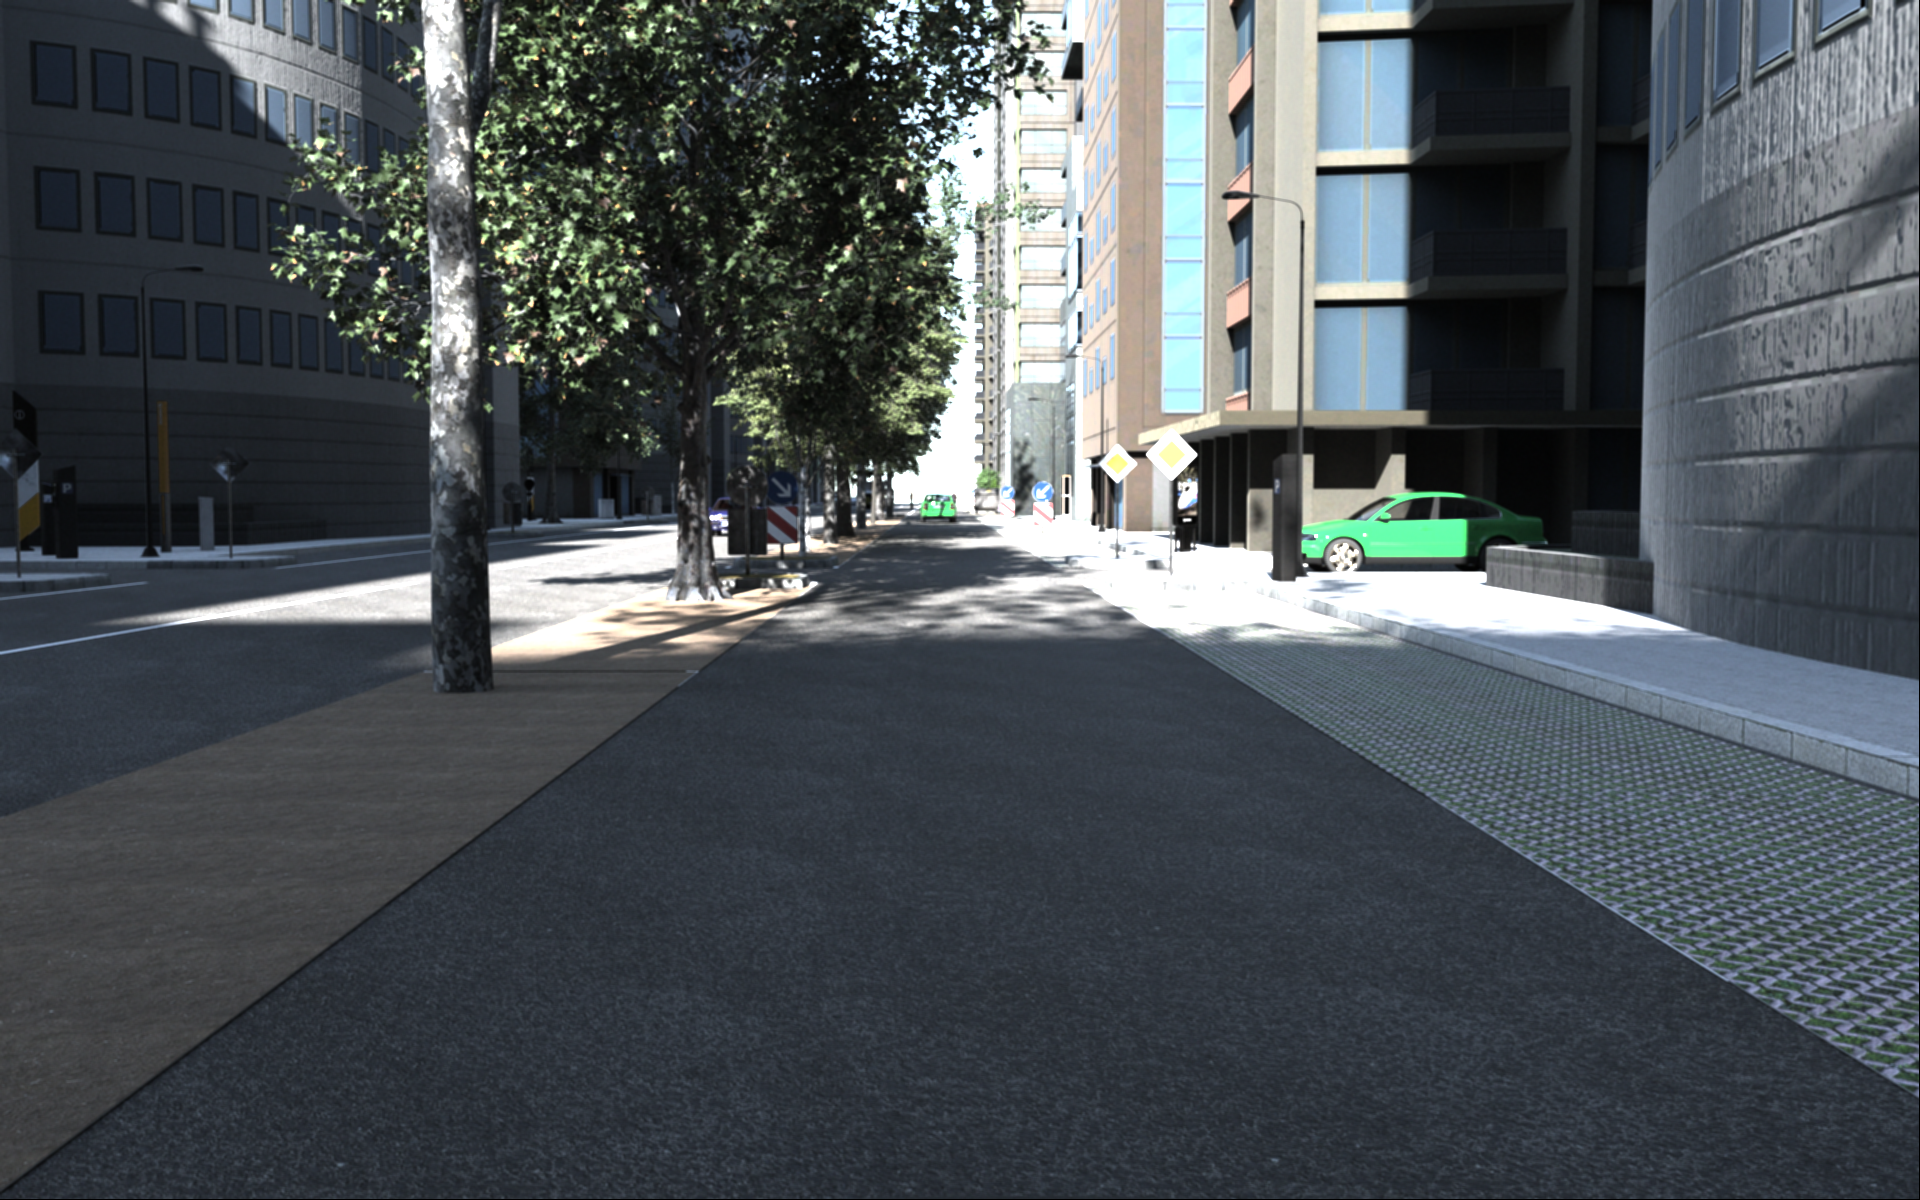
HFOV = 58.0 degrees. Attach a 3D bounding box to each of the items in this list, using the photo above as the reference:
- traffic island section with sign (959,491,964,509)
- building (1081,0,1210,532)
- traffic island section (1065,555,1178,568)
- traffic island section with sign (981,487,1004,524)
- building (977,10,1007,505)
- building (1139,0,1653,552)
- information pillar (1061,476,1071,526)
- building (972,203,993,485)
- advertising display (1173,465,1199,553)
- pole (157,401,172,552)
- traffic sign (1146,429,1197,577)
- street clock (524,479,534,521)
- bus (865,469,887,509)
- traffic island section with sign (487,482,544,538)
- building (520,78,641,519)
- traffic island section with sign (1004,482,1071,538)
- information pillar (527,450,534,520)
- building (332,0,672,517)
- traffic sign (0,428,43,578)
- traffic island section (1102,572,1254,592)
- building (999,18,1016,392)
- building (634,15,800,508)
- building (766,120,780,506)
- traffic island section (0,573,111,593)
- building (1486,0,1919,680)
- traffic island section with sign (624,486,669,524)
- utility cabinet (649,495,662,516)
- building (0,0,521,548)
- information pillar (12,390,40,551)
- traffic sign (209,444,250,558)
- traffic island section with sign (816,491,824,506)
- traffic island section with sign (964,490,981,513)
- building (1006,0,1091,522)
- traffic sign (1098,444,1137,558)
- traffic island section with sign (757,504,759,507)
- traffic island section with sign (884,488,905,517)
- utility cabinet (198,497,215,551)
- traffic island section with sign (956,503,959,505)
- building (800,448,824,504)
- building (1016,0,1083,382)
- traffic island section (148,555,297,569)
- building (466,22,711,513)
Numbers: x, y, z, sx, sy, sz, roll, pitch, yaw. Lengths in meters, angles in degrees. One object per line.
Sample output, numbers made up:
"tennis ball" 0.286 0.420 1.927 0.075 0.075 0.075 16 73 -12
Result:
"traffic island section with sign" 1.156 -9.355 161.584 1.989 1.847 2.006 0 4 -1
"building" 12.009 -25.276 63.371 14.600 45.320 14.200 0 4 -1
"traffic island section" 3.174 -0.765 34.792 2.009 0.180 2.903 0 4 -1
"traffic island section with sign" 2.181 -4.621 84.174 1.989 1.847 2.006 0 4 -1
"building" 12.653 -48.368 229.062 20.563 71.187 20.611 0 4 -1
"building" 19.630 -23.893 45.283 28.867 44.769 22.147 0 4 -1
"information pillar" 4.214 -3.943 68.967 0.304 2.012 0.304 -1 4 -14
"building" 13.013 -36.694 254.568 22.147 44.769 28.867 0 4 -1
"advertising display" 4.966 -2.014 38.137 0.123 1.923 0.974 3 4 36
"pole" -17.491 -2.705 38.067 0.158 3.312 0.155 0 3 0
"traffic sign" 3.257 -1.412 26.730 0.795 2.450 0.064 0 4 -1
"street clock" -20.638 -4.798 83.021 0.471 2.002 0.358 -1 4 -15
"bus" -8.492 -11.052 172.243 2.896 3.916 12.252 0 3 0
"traffic island section with sign" -14.873 -2.976 57.284 1.989 1.847 2.006 0 4 -1
"building" -26.004 -27.270 95.978 14.600 45.320 14.200 0 4 -1
"traffic island section with sign" 2.561 -2.939 56.677 1.989 1.847 2.006 0 4 -1
"information pillar" -20.956 -5.699 84.528 0.183 3.616 0.504 1 4 14
"building" -28.627 -35.506 122.527 21.231 58.520 28.212 0 4 -1
"traffic sign" -14.436 -1.399 26.515 0.795 2.450 0.064 0 4 -1
"traffic island section" 3.281 -0.277 26.807 2.009 0.180 2.903 0 4 -1
"building" 18.501 -35.624 171.690 28.713 52.752 27.495 0 4 -1
"building" -30.831 -40.621 206.157 21.231 58.520 28.212 0 4 -1
"building" -25.680 -29.894 172.367 14.154 41.232 14.086 0 4 -1
"traffic island section" -14.459 -0.263 26.576 2.009 0.180 2.903 0 4 -1
"building" 17.079 -28.711 11.422 21.231 58.520 28.212 0 4 -1
"traffic island section with sign" -15.240 -4.635 84.416 1.989 1.847 2.006 0 4 -1
"utility cabinet" -18.225 -5.659 103.692 0.306 1.237 1.020 1 4 18
"building" -27.645 -31.224 52.504 21.231 58.520 28.212 0 4 -1
"information pillar" -20.996 -2.910 38.939 0.504 3.616 0.183 0 4 -5
"traffic sign" -14.542 -1.887 34.499 0.795 2.450 0.064 0 4 -1
"traffic island section with sign" -16.991 -12.714 216.493 1.989 1.847 2.006 0 4 -1
"traffic island section with sign" 1.518 -7.707 134.631 1.989 1.847 2.006 0 4 -1
"building" 14.295 -47.708 92.690 22.319 86.520 31.000 0 4 -1
"traffic sign" 3.151 -1.900 34.714 0.795 2.450 0.064 0 4 -1
"traffic island section with sign" -15.899 -7.688 134.329 1.989 1.847 2.006 0 4 -1
"traffic island section with sign" -4.483 -6.199 109.496 2.006 1.907 1.989 0 4 -1
"utility cabinet" -17.224 -1.740 39.612 0.306 1.237 1.020 -2 4 -25
"traffic island section with sign" 0.411 -12.746 217.017 1.989 1.847 2.006 0 4 -1
"building" -26.913 -35.018 256.135 14.154 41.232 14.086 0 4 -1
"building" 10.836 -26.740 120.785 14.154 41.232 14.086 0 4 -1
"traffic island section" -14.566 -0.751 34.560 2.009 0.180 2.903 0 4 -1
"building" -28.866 -37.229 150.686 21.231 58.520 28.212 0 4 -1
